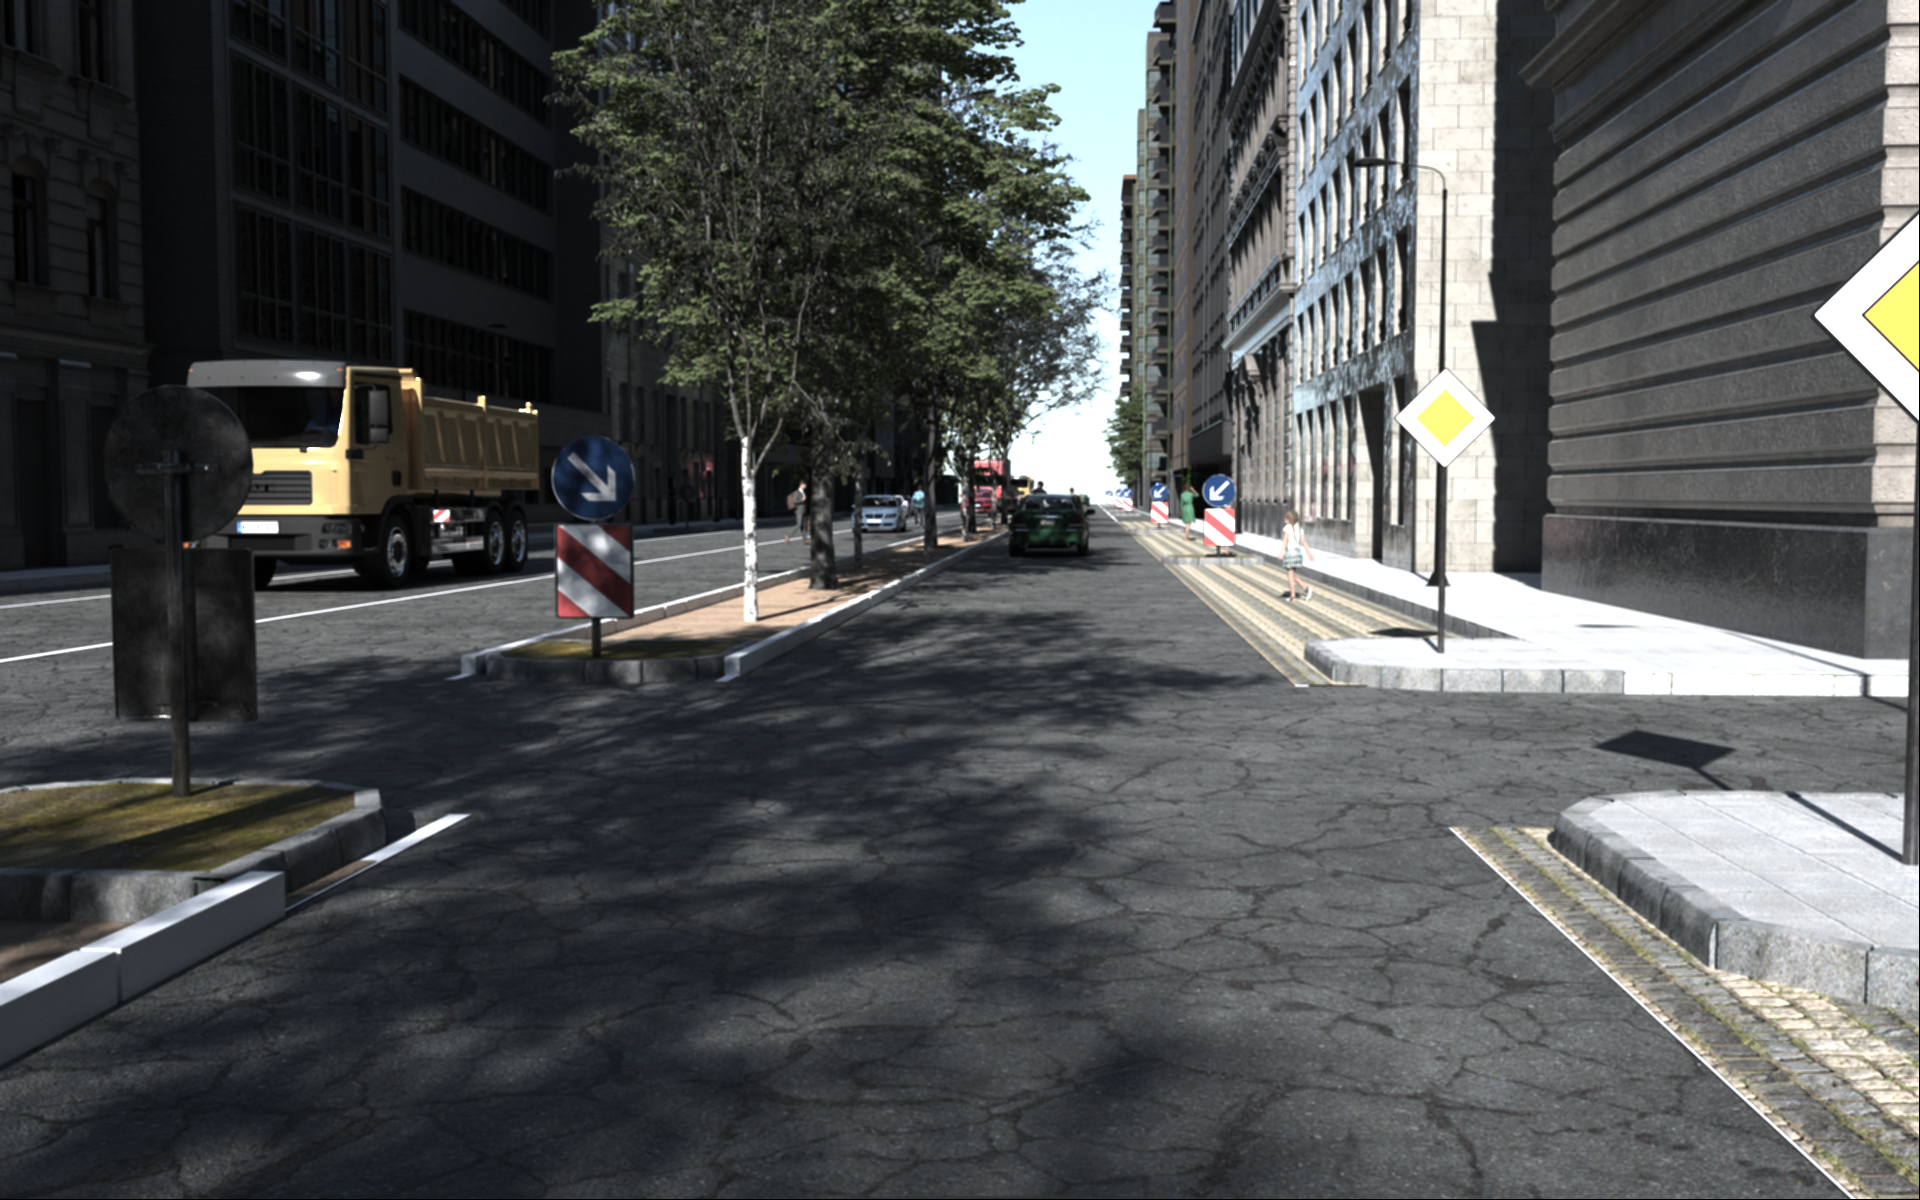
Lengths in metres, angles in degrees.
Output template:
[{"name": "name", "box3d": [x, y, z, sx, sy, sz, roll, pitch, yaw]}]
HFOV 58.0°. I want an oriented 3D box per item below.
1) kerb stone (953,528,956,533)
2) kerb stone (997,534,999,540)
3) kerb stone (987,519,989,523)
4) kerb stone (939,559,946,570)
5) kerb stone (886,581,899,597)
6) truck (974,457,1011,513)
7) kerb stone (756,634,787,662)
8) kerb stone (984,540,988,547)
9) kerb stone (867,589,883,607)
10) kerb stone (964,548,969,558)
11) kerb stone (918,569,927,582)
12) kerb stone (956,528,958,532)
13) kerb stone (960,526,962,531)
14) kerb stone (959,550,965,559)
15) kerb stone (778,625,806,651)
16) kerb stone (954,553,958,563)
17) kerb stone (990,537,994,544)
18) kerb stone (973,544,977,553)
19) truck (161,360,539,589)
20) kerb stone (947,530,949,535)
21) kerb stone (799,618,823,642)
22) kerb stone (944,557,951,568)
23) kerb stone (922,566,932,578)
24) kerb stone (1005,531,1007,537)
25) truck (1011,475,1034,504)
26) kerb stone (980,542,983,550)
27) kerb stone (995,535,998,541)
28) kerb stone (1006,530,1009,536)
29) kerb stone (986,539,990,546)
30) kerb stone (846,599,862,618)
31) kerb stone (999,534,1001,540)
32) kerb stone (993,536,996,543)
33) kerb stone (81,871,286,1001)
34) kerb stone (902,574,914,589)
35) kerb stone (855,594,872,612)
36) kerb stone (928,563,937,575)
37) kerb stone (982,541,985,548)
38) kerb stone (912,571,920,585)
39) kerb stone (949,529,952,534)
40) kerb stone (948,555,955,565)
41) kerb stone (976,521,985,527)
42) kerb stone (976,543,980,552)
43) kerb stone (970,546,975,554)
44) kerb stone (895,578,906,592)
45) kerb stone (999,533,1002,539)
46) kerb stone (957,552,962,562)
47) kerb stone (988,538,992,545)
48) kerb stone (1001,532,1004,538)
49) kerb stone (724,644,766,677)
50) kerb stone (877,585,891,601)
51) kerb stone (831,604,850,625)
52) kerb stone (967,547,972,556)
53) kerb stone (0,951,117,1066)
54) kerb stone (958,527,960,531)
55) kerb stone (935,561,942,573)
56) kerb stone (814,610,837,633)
[{"name": "kerb stone", "box3d": [-0.328, -2.452, 62.290, 0.120, 0.150, 1.000, 0, 4, 4]}, {"name": "kerb stone", "box3d": [1.014, -1.820, 51.950, 0.120, 0.150, 1.000, 0, 4, 4]}, {"name": "kerb stone", "box3d": [1.164, -3.703, 82.745, 0.120, 0.150, 1.000, 0, 4, 4]}, {"name": "kerb stone", "box3d": [-0.407, -0.630, 32.517, 0.120, 0.150, 1.000, 0, 4, 4]}, {"name": "kerb stone", "box3d": [-1.010, -0.127, 24.330, 0.120, 0.150, 1.000, 0, 4, 4]}, {"name": "truck", "box3d": [2.461, -8.923, 134.801, 2.839, 4.237, 11.283, 0, 4, 5]}, {"name": "kerb stone", "box3d": [-1.681, 0.436, 15.116, 0.120, 0.150, 1.000, 0, 4, 4]}, {"name": "kerb stone", "box3d": [0.573, -1.444, 45.811, 0.120, 0.150, 1.000, 0, 4, 4]}, {"name": "kerb stone", "box3d": [-1.148, -0.006, 22.290, 0.120, 0.150, 1.000, 0, 4, 4]}, {"name": "kerb stone", "box3d": [0.046, -1.007, 38.655, 0.120, 0.150, 1.000, 0, 4, 4]}, {"name": "kerb stone", "box3d": [-0.695, -0.377, 28.419, 0.120, 0.150, 1.000, 0, 4, 4]}, {"name": "kerb stone", "box3d": [-0.255, -2.512, 63.315, 0.120, 0.150, 1.000, 0, 4, 4]}, {"name": "kerb stone", "box3d": [-0.105, -2.640, 65.365, 0.120, 0.150, 1.000, 0, 4, 4]}, {"name": "kerb stone", "box3d": [-0.036, -0.937, 37.628, 0.120, 0.150, 1.000, 0, 4, 4]}, {"name": "kerb stone", "box3d": [-1.603, 0.371, 16.141, 0.120, 0.150, 1.000, 0, 4, 4]}, {"name": "kerb stone", "box3d": [-0.180, -0.818, 35.589, 0.120, 0.150, 1.000, 0, 4, 4]}, {"name": "kerb stone", "box3d": [0.795, -1.628, 48.888, 0.120, 0.150, 1.000, 0, 4, 4]}, {"name": "kerb stone", "box3d": [0.268, -1.193, 41.722, 0.120, 0.150, 1.000, 0, 4, 4]}, {"name": "truck", "box3d": [-9.571, -1.977, 28.244, 3.469, 3.379, 9.791, 0, 4, 4]}, {"name": "kerb stone", "box3d": [-0.559, -2.263, 59.217, 0.120, 0.150, 1.000, 0, 4, 4]}, {"name": "kerb stone", "box3d": [-1.523, 0.312, 17.164, 0.120, 0.150, 1.000, 0, 4, 4]}, {"name": "kerb stone", "box3d": [-0.332, -0.694, 33.543, 0.120, 0.150, 1.000, 0, 4, 4]}, {"name": "kerb stone", "box3d": [-0.623, -0.443, 29.438, 0.120, 0.150, 1.000, 0, 4, 4]}, {"name": "kerb stone", "box3d": [1.393, -2.128, 57.063, 0.120, 0.150, 1.000, 0, 4, 4]}, {"name": "truck", "box3d": [6.194, -11.318, 180.974, 3.469, 3.379, 9.791, 0, 4, 5]}, {"name": "kerb stone", "box3d": [0.417, -1.316, 43.773, 0.120, 0.150, 1.000, 0, 4, 4]}, {"name": "kerb stone", "box3d": [0.944, -1.757, 50.929, 0.120, 0.150, 1.000, 0, 4, 4]}, {"name": "kerb stone", "box3d": [1.463, -2.195, 58.089, 0.120, 0.150, 1.000, 0, 4, 4]}, {"name": "kerb stone", "box3d": [0.645, -1.507, 46.833, 0.120, 0.150, 1.000, 0, 4, 4]}, {"name": "kerb stone", "box3d": [-1.303, 0.128, 20.233, 0.120, 0.150, 1.000, 0, 4, 4]}, {"name": "kerb stone", "box3d": [1.089, -1.883, 52.974, 0.120, 0.150, 1.000, 0, 4, 4]}, {"name": "kerb stone", "box3d": [0.867, -1.695, 49.910, 0.120, 0.150, 1.000, 0, 4, 4]}, {"name": "kerb stone", "box3d": [-2.389, 1.028, 5.389, 0.120, 0.150, 1.000, 0, 4, 4]}, {"name": "kerb stone", "box3d": [-0.851, -0.252, 26.375, 0.120, 0.150, 1.000, 0, 4, 4]}, {"name": "kerb stone", "box3d": [-1.233, 0.061, 21.260, 0.120, 0.150, 1.000, 0, 4, 4]}, {"name": "kerb stone", "box3d": [-0.554, -0.506, 30.471, 0.120, 0.150, 1.000, 0, 4, 4]}, {"name": "kerb stone", "box3d": [0.499, -1.382, 44.791, 0.120, 0.150, 1.000, 0, 4, 4]}, {"name": "kerb stone", "box3d": [-0.782, -0.318, 27.395, 0.120, 0.150, 1.000, 0, 4, 4]}, {"name": "kerb stone", "box3d": [-0.481, -2.326, 60.240, 0.120, 0.150, 1.000, 0, 4, 4]}, {"name": "kerb stone", "box3d": [-0.255, -0.756, 34.562, 0.120, 0.150, 1.000, 0, 4, 4]}, {"name": "kerb stone", "box3d": [0.941, -3.516, 79.678, 0.120, 0.150, 1.000, 0, 4, 4]}, {"name": "kerb stone", "box3d": [0.344, -1.257, 42.753, 0.120, 0.150, 1.000, 0, 4, 4]}, {"name": "kerb stone", "box3d": [0.190, -1.132, 40.703, 0.120, 0.150, 1.000, 0, 4, 4]}, {"name": "kerb stone", "box3d": [-0.933, -0.192, 25.349, 0.120, 0.150, 1.000, 0, 4, 4]}, {"name": "kerb stone", "box3d": [1.162, -1.942, 54.004, 0.120, 0.150, 1.000, 0, 4, 4]}, {"name": "kerb stone", "box3d": [-0.105, -0.873, 36.608, 0.120, 0.150, 1.000, 0, 4, 4]}, {"name": "kerb stone", "box3d": [0.719, -1.564, 47.856, 0.120, 0.150, 1.000, 0, 4, 4]}, {"name": "kerb stone", "box3d": [1.236, -2.008, 55.023, 0.120, 0.150, 1.000, 0, 4, 4]}, {"name": "kerb stone", "box3d": [-1.753, 0.496, 14.093, 0.120, 0.150, 1.000, 0, 4, 4]}, {"name": "kerb stone", "box3d": [-1.081, -0.068, 23.309, 0.120, 0.150, 1.000, 0, 4, 4]}, {"name": "kerb stone", "box3d": [-1.377, 0.183, 19.202, 0.120, 0.150, 1.000, 0, 4, 4]}, {"name": "kerb stone", "box3d": [0.115, -1.067, 39.677, 0.120, 0.150, 1.000, 0, 4, 4]}, {"name": "kerb stone", "box3d": [-2.463, 1.090, 4.368, 0.120, 0.150, 1.000, 0, 4, 4]}, {"name": "kerb stone", "box3d": [-0.191, -2.577, 64.337, 0.120, 0.150, 1.000, 0, 4, 4]}, {"name": "kerb stone", "box3d": [-0.481, -0.569, 31.492, 0.120, 0.150, 1.000, 0, 4, 4]}, {"name": "kerb stone", "box3d": [-1.448, 0.245, 18.183, 0.120, 0.150, 1.000, 0, 4, 4]}]
